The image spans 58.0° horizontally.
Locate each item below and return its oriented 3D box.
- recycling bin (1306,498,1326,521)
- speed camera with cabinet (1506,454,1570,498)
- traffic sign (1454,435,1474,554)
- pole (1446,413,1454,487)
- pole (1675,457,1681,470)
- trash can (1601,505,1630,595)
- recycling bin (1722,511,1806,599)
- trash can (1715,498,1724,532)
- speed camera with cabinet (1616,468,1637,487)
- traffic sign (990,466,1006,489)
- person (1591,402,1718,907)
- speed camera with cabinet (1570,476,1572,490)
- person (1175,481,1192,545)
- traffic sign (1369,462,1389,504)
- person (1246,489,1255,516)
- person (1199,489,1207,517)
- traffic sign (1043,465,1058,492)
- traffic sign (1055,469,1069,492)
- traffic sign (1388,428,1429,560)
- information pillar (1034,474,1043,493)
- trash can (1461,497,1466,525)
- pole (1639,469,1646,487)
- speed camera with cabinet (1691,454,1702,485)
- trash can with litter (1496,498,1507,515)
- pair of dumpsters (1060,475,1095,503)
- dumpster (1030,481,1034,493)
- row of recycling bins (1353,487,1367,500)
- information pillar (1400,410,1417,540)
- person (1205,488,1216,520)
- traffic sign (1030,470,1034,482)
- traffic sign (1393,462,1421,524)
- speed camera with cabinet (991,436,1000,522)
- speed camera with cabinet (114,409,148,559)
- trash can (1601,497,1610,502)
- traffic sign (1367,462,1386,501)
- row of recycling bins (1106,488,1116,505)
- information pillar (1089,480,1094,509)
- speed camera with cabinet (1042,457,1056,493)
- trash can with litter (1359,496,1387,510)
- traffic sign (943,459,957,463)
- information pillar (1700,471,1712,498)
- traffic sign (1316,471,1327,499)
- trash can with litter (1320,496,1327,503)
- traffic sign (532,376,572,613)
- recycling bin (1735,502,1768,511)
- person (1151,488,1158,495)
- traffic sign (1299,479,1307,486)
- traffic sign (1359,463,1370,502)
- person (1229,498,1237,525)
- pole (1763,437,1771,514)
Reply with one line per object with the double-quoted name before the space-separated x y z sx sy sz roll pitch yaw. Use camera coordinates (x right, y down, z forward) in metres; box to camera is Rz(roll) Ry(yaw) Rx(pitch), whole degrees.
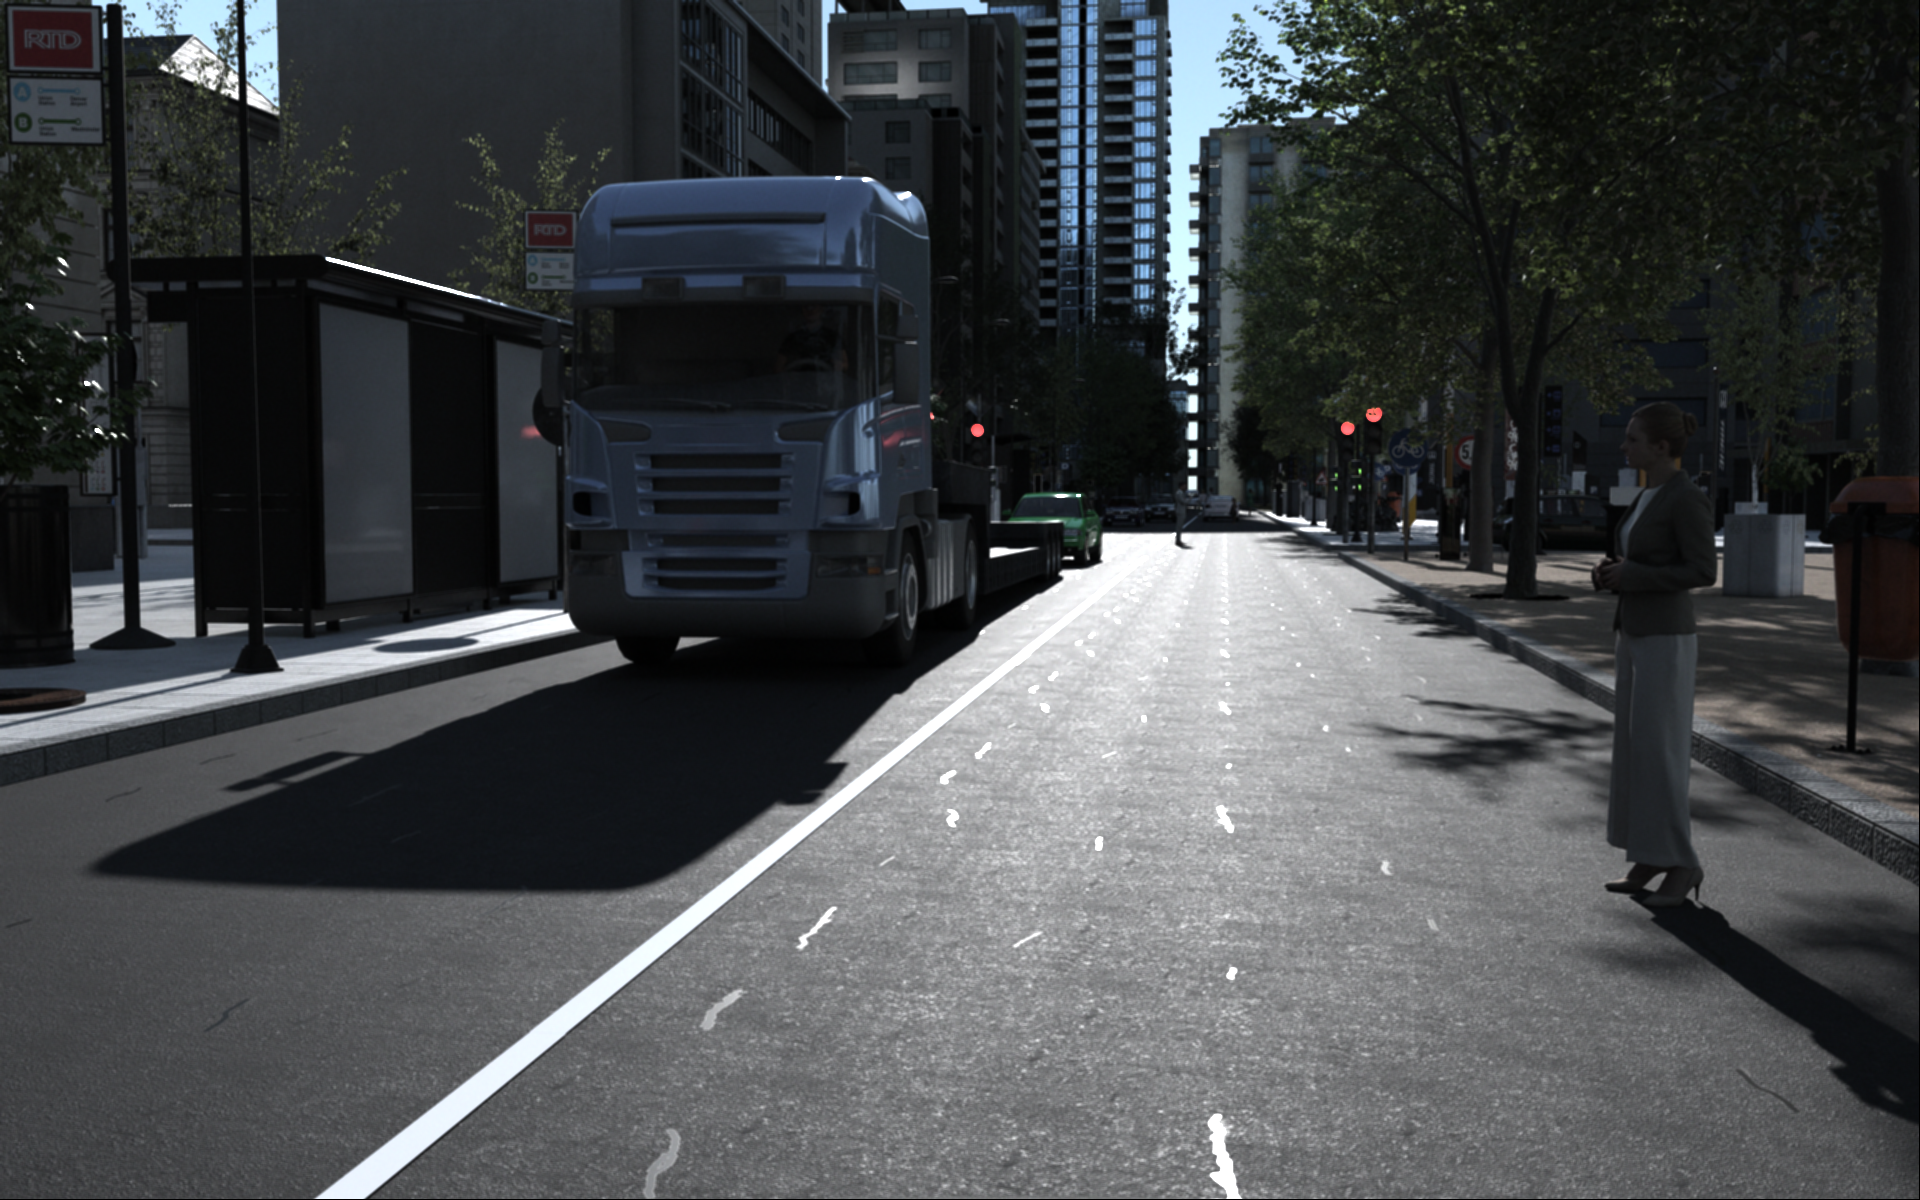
"recycling bin" 16.821 -4.237 81.835 0.722 1.027 0.722 2 4 34
"speed camera with cabinet" 21.208 -4.249 63.808 2.038 3.252 0.660 1 4 10
"traffic sign" 10.982 -2.268 37.180 0.768 2.556 0.104 1 4 18
"pole" 12.391 -3.060 43.875 0.158 3.312 0.155 0 3 0
"pole" 21.754 -3.589 52.530 0.158 3.312 0.155 0 3 0
"trash can" 8.574 -0.641 22.128 0.748 1.137 0.748 0 3 0
"recycling bin" 10.074 -0.560 21.708 0.722 1.027 0.722 -3 4 -39
"trash can" 25.372 -2.864 58.472 0.748 1.137 0.748 0 3 0
"speed camera with cabinet" 23.770 -4.128 61.826 0.660 3.252 2.038 1 4 20
"traffic sign" 1.390 -3.758 63.565 0.606 2.300 0.079 1 4 17
"person" 2.451 0.174 6.205 0.362 1.759 0.519 0 4 0
"speed camera with cabinet" 30.294 -5.550 85.071 2.038 3.252 0.660 0 4 -3
"person" 6.252 -2.434 48.477 0.466 1.800 0.511 0 4 5
"traffic sign" 17.064 -4.332 70.839 0.884 2.594 0.081 1 4 13
"person" 19.286 -6.509 115.173 0.600 1.795 0.529 2 4 24
"person" 15.431 -6.104 108.965 0.731 1.740 0.598 -1 4 -14
"traffic sign" 4.048 -4.682 76.658 0.768 2.556 0.104 1 4 15
"traffic sign" 4.239 -4.268 71.918 0.606 2.300 0.079 1 4 9
"traffic sign" 8.655 -2.044 33.526 0.768 2.556 0.104 1 4 10
"information pillar" 2.885 -3.637 63.955 0.304 2.012 0.304 0 4 6
"trash can" 20.867 -3.739 72.782 0.748 1.137 0.748 0 3 0
"pole" 21.567 -3.723 54.712 0.158 3.312 0.155 0 3 0
"speed camera with cabinet" 35.715 -5.567 85.357 2.038 3.252 0.660 3 4 38
"trash can with litter" 21.368 -3.455 67.881 0.624 1.170 1.055 -1 4 -20
"pair of dumpsters" 5.833 -5.129 86.345 1.574 2.255 4.437 1 4 9
"dumpster" 2.801 -4.213 74.641 1.264 1.857 1.865 1 4 8
"row of recycling bins" 21.489 -5.293 93.652 1.069 1.692 3.534 1 4 10
"information pillar" 12.621 -3.501 48.601 0.504 3.616 0.183 -3 4 -36
"person" 13.905 -5.356 96.344 0.850 1.792 0.678 2 4 28
"traffic sign" 3.471 -5.427 88.838 0.768 2.556 0.104 1 4 17
"traffic sign" 12.368 -2.929 47.989 0.768 2.556 0.104 1 4 16
"speed camera with cabinet" 1.007 -3.974 59.306 0.660 3.252 2.038 0 4 6
"speed camera with cabinet" -16.635 -2.468 34.693 0.660 3.252 2.038 -2 4 -26
"trash can" 29.213 -4.051 77.884 0.748 1.137 0.748 0 3 0
"traffic sign" 16.770 -4.267 69.870 0.768 2.556 0.104 1 4 10
"row of recycling bins" 9.467 -6.453 112.617 1.069 1.692 3.534 0 4 -5
"information pillar" 6.751 -5.196 89.443 0.304 2.012 0.304 1 4 22
"speed camera with cabinet" 4.117 -6.024 92.833 2.038 3.252 0.660 2 4 30
"trash can with litter" 15.463 -3.304 65.408 1.055 1.170 0.624 2 4 33
"traffic sign" -0.403 -3.793 62.122 0.768 2.556 0.104 1 4 14
"information pillar" 24.293 -3.178 56.454 0.304 2.012 0.304 3 5 42
"traffic sign" 19.810 -5.803 94.876 0.884 2.594 0.081 1 4 17
"trash can with litter" 20.589 -5.386 99.449 1.055 1.170 0.624 -1 4 -18
"traffic sign" -4.254 -1.136 18.673 0.768 2.556 0.104 1 4 11
"recycling bin" 24.674 -2.537 54.033 0.722 1.027 0.722 -3 4 -38
"person" 11.173 -5.561 99.604 0.511 1.800 0.466 1 4 15
"traffic sign" 21.669 -6.754 110.427 0.884 2.594 0.081 1 4 15
"traffic sign" 16.815 -4.361 71.405 0.768 2.556 0.104 1 4 17
"person" 12.833 -4.171 81.362 0.373 1.253 0.362 0 4 7
"pole" 29.039 -4.190 62.345 0.158 3.312 0.155 0 3 0
